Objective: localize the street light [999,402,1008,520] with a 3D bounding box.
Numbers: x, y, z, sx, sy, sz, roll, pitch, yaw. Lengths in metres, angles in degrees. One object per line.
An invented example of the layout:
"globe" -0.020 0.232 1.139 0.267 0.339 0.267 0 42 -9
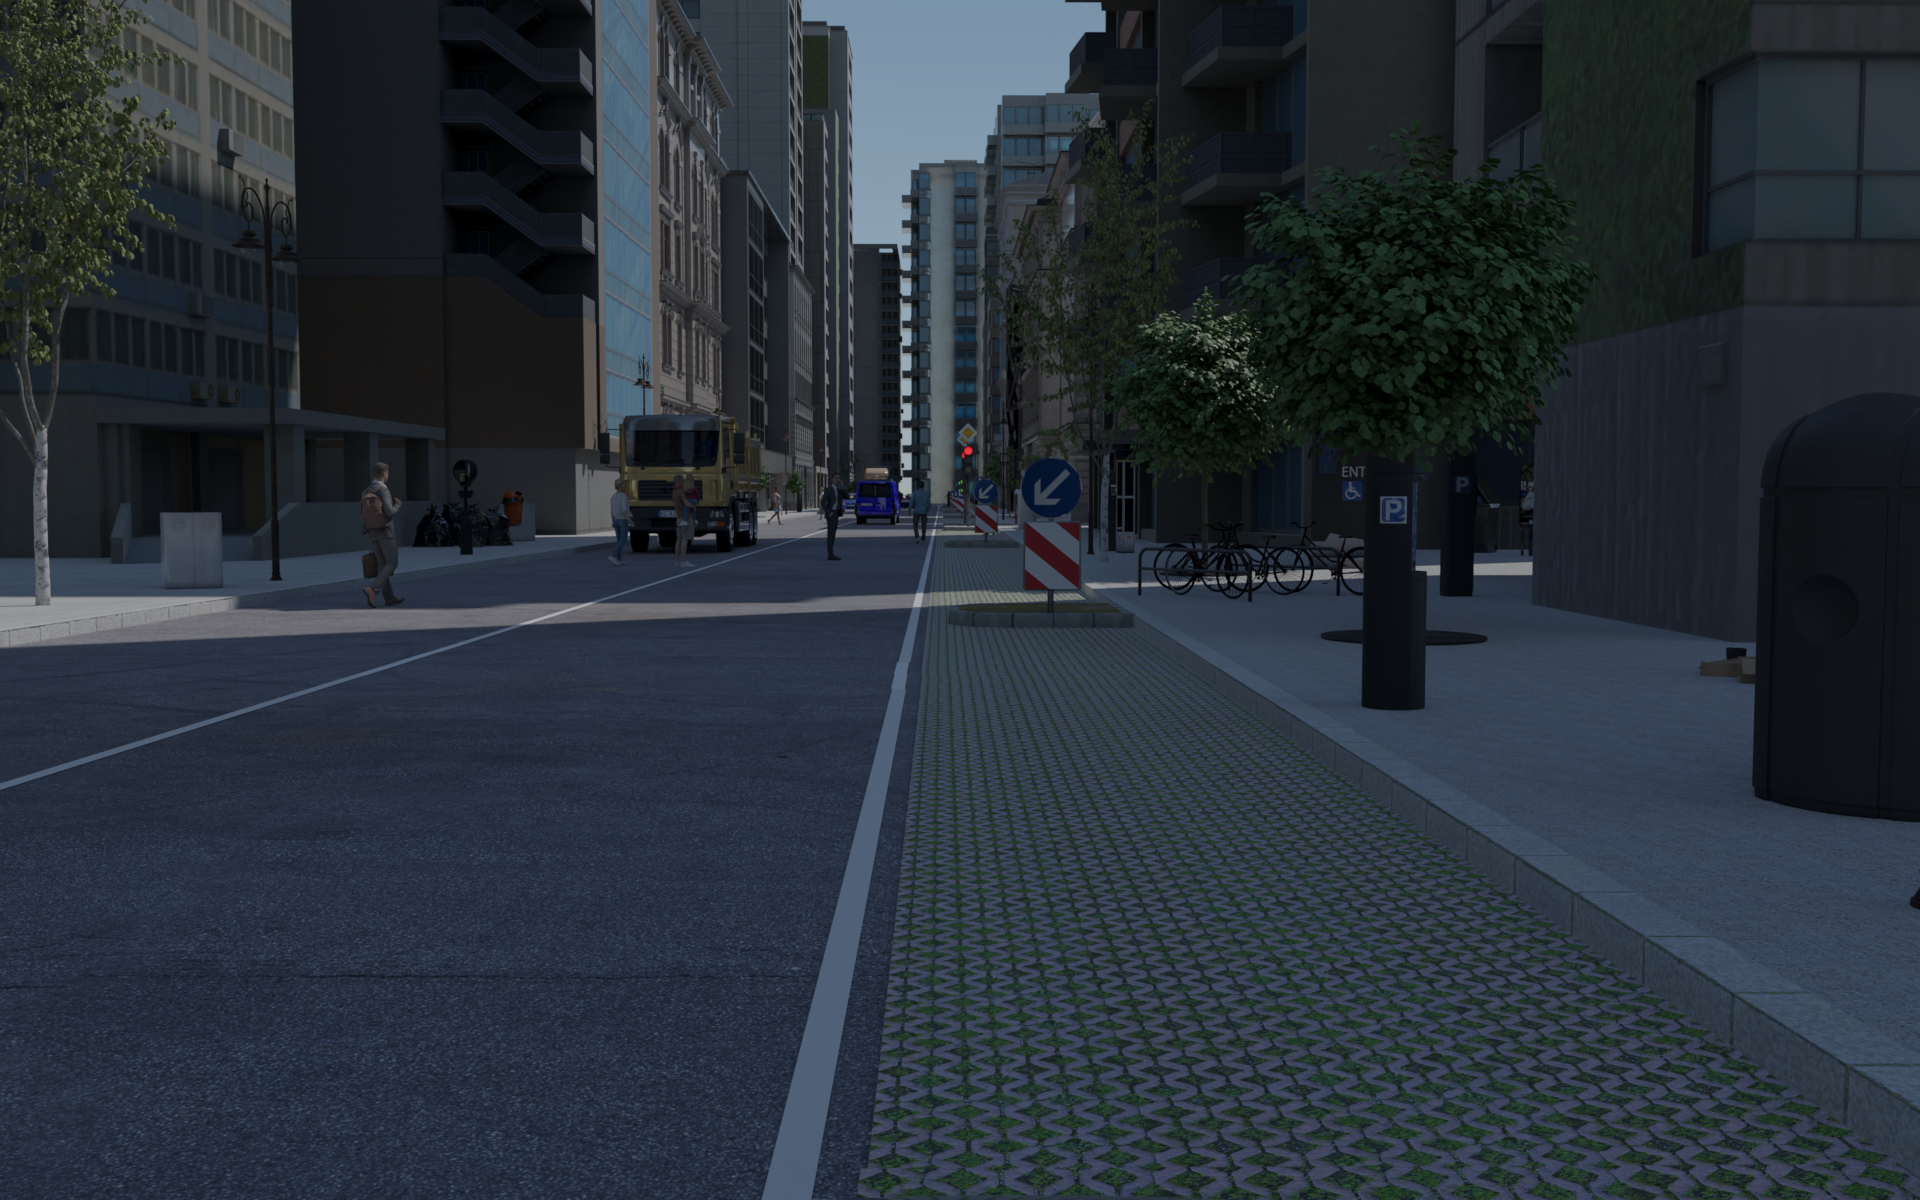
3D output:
"street light" 2.177 -6.974 86.821 0.468 5.910 1.993 0 4 -1

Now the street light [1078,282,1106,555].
"street light" 2.777 -3.904 36.623 0.468 5.910 1.993 0 4 -1

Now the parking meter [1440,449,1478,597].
"parking meter" 6.257 -0.979 21.725 0.399 1.863 0.255 0 4 -5

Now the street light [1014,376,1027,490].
"street light" 2.382 -5.827 68.055 0.468 5.910 1.993 0 4 -1

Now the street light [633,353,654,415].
"street light" -10.381 -5.150 56.996 0.468 5.910 1.993 0 4 -1

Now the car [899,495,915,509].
"car" -5.042 -9.165 162.435 1.945 1.354 3.894 0 4 0

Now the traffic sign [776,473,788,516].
"traffic sign" -10.570 -6.275 102.704 0.768 2.556 0.104 0 4 8

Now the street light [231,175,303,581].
"street light" -10.145 -3.225 25.518 0.468 5.910 1.993 0 4 -1

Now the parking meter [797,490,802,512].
"parking meter" -11.527 -7.255 124.333 0.255 1.863 0.399 2 4 35

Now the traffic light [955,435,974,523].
"traffic light" 0.221 -5.349 76.383 0.839 4.253 0.868 0 4 -1

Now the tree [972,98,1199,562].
"tree" 2.607 -5.028 32.576 4.737 8.622 4.395 0 3 0

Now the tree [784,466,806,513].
"tree" -11.334 -7.641 119.533 1.663 3.219 1.824 0 3 0

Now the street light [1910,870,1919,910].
"street light" 3.047 -1.982 5.189 0.468 5.910 1.993 0 4 -1

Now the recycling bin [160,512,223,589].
"recycling bin" -10.524 -0.683 23.721 0.722 1.027 0.722 -2 4 -28

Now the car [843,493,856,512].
"car" -8.786 -8.001 140.407 1.945 1.707 3.694 0 4 -1

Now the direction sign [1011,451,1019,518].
"direction sign" 2.895 -6.059 91.067 0.379 3.537 0.876 -2 4 -25

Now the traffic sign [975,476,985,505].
"traffic sign" 1.449 -7.536 123.324 0.768 2.556 0.104 0 4 6

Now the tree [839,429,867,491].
"tree" -12.459 -14.712 190.904 4.360 8.622 3.978 0 3 0

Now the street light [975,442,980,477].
"street light" 1.546 -10.881 150.696 0.468 5.910 1.993 0 4 -1

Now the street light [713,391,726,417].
"street light" -10.619 -6.343 76.499 0.468 5.910 1.993 0 4 -1

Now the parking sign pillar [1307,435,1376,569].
"parking sign pillar" 6.846 -2.561 30.338 1.447 3.967 1.447 0 4 4

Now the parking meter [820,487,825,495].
"parking meter" -10.932 -8.081 137.840 0.255 1.863 0.399 1 4 14

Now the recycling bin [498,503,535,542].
"recycling bin" -12.056 -2.114 47.116 0.722 1.027 0.722 1 4 21

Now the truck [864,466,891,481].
"truck" -8.323 -11.364 174.715 2.839 4.237 11.283 0 4 -1

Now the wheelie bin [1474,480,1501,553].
"wheelie bin" 11.353 -1.832 37.856 0.693 1.594 0.980 3 5 39

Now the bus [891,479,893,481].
"bus" -9.196 -12.724 202.896 2.948 3.499 13.247 0 3 0

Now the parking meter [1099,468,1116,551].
"parking meter" 3.343 -2.029 38.891 0.255 1.863 0.399 -2 4 -35

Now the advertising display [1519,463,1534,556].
"advertising display" 11.902 -1.865 35.712 0.123 1.923 0.974 -1 4 -22

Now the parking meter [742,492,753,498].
"parking meter" -10.491 -4.685 85.014 0.372 1.533 0.369 0 3 0

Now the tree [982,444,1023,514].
"tree" 3.097 -7.921 113.225 4.285 4.588 4.351 0 3 0

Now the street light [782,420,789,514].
"street light" -10.932 -8.315 108.736 0.468 5.910 1.993 0 4 -1

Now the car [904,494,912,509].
"car" -4.689 -9.983 172.259 2.155 1.783 4.494 0 4 0

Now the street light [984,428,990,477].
"street light" 1.857 -8.946 119.047 0.468 5.910 1.993 0 4 -1

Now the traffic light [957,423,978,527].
"traffic light" 0.304 -4.861 68.398 0.839 4.253 0.868 0 4 -1

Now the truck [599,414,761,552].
"truck" -6.917 -2.999 44.964 3.469 3.379 9.791 0 4 -1

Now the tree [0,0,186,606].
"tree" -10.766 -4.251 19.866 4.737 8.622 4.395 0 3 0

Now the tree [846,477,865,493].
"tree" -12.037 -12.302 195.738 1.663 3.219 1.824 0 3 0

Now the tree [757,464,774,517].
"tree" -11.324 -6.165 95.398 1.663 3.219 1.824 0 3 0

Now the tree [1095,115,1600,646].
"tree" 3.862 -1.923 15.161 4.285 4.588 4.351 0 3 0

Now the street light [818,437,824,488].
"street light" -11.295 -10.251 140.384 0.468 5.910 1.993 0 4 -1

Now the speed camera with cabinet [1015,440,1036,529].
"speed camera with cabinet" 2.459 -4.275 64.238 0.660 3.252 2.038 0 4 -8

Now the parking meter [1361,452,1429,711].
"parking meter" 2.611 -0.121 10.396 0.372 1.533 0.369 0 3 0

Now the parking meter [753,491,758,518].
"parking meter" -10.735 -5.006 90.251 0.372 1.533 0.369 0 3 0
